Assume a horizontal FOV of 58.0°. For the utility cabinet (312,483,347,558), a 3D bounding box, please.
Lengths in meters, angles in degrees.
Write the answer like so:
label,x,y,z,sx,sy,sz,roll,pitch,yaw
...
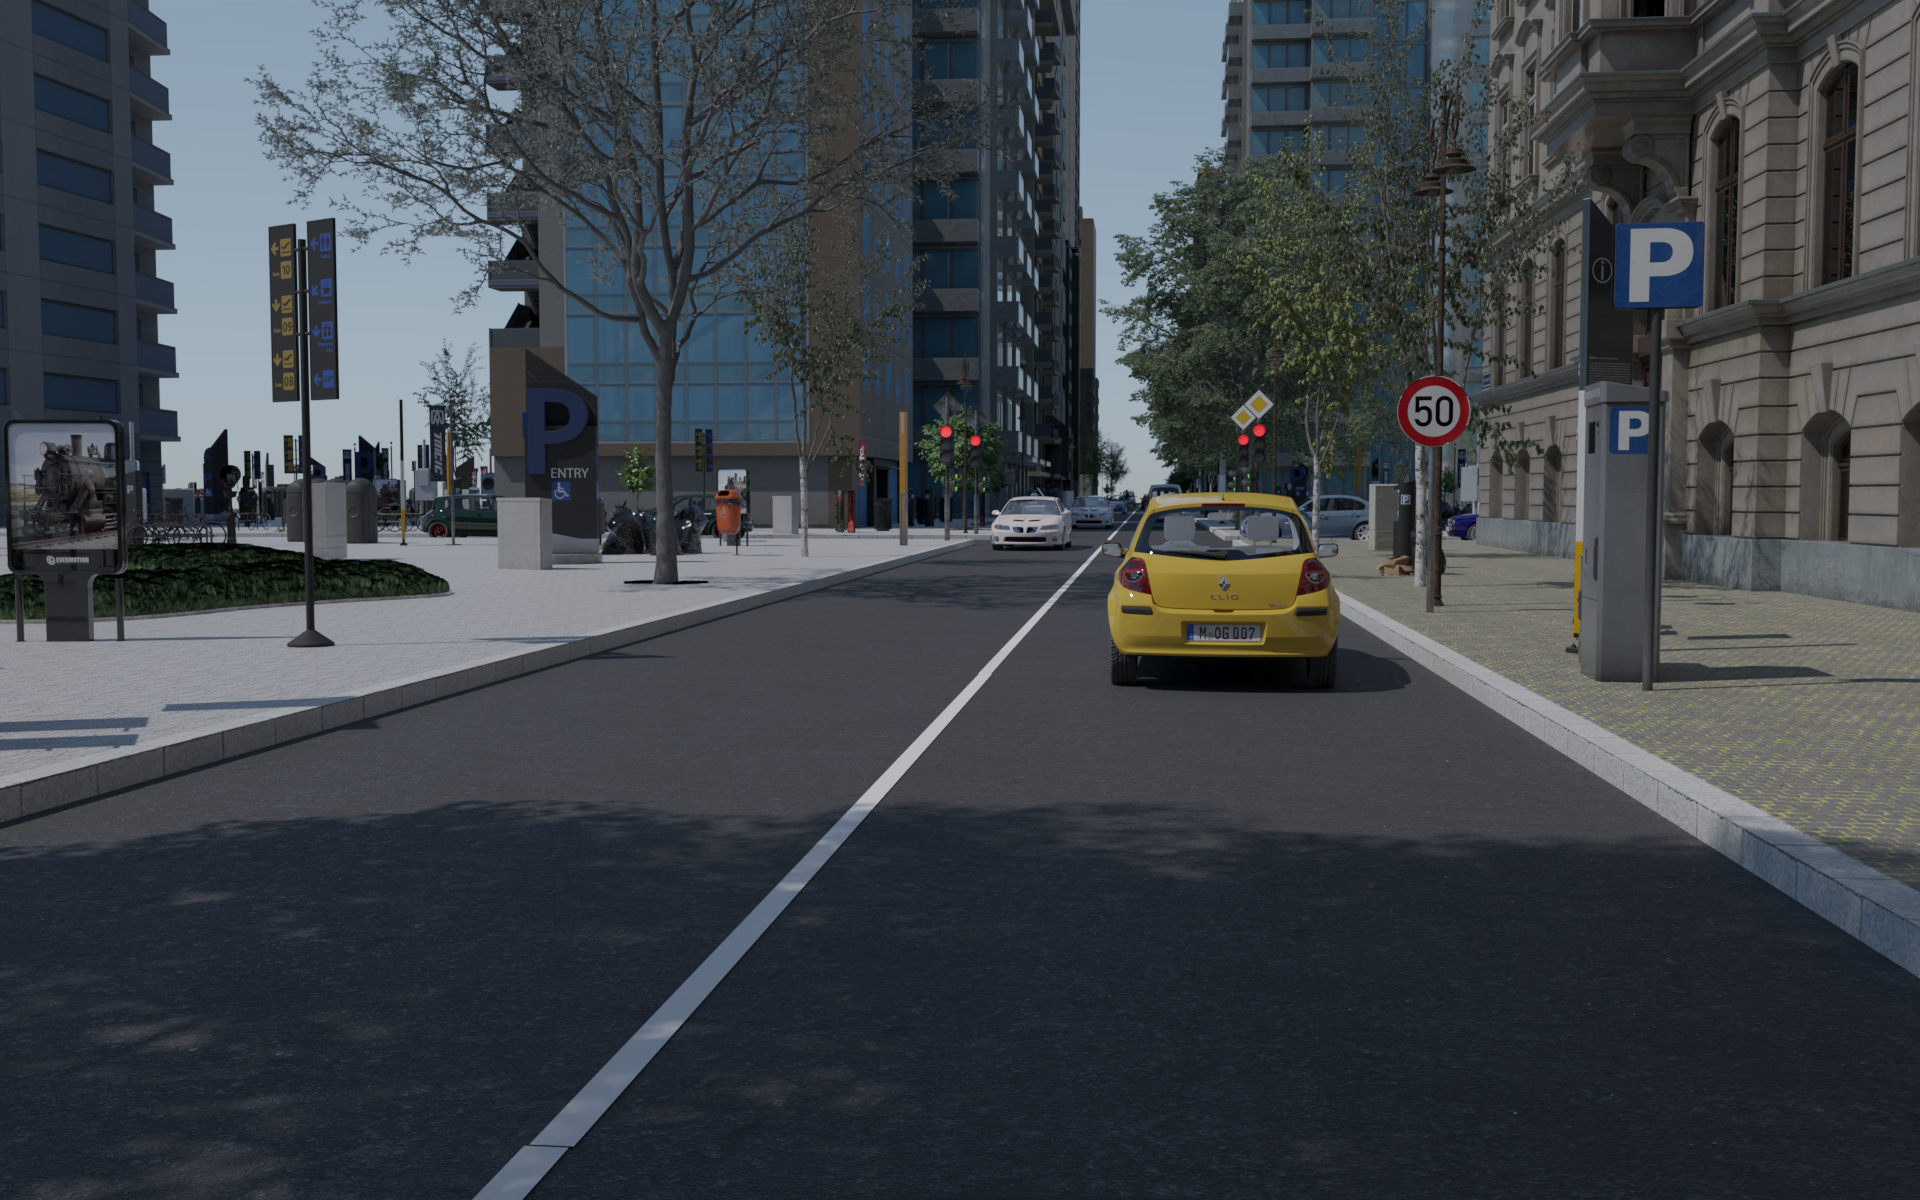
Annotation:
label,x,y,z,sx,sy,sz,roll,pitch,yaw
utility cabinet,-12.245,-1.525,33.605,0.318,1.500,1.173,0,4,-3

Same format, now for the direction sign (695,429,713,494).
label,x,y,z,sx,sy,sz,roll,pitch,yaw
direction sign,-8.905,-4.176,60.281,0.379,3.537,0.876,2,4,34

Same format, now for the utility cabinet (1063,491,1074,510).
label,x,y,z,sx,sy,sz,roll,pitch,yaw
utility cabinet,7.621,-6.935,122.062,0.318,1.500,1.173,2,4,30

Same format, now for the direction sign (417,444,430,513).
label,x,y,z,sx,sy,sz,roll,pitch,yaw
direction sign,-24.552,-5.342,79.331,0.876,3.537,0.379,3,4,38

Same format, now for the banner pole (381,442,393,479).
label,x,y,z,sx,sy,sz,roll,pitch,yaw
banner pole,-27.269,-5.663,82.599,0.401,3.779,0.863,2,4,29

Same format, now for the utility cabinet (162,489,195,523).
label,x,y,z,sx,sy,sz,roll,pitch,yaw
utility cabinet,-32.281,-3.847,71.578,1.173,1.500,0.318,-1,4,-15

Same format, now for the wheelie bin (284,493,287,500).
label,x,y,z,sx,sy,sz,roll,pitch,yaw
wheelie bin,-28.096,-3.992,73.175,0.980,1.594,0.693,1,4,22

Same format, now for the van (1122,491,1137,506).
label,x,y,z,sx,sy,sz,roll,pitch,yaw
van,19.903,-12.079,204.510,2.013,2.044,4.112,0,4,4

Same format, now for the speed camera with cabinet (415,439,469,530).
label,x,y,z,sx,sy,sz,roll,pitch,yaw
speed camera with cabinet,-18.662,-4.188,62.818,2.038,3.252,0.660,0,3,0

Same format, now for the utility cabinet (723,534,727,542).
label,x,y,z,sx,sy,sz,roll,pitch,yaw
utility cabinet,-6.289,-2.184,46.867,0.306,1.237,1.020,0,4,-8

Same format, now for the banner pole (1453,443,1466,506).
label,x,y,z,sx,sy,sz,roll,pitch,yaw
banner pole,24.376,-5.790,84.686,0.401,3.779,0.863,-3,4,-38

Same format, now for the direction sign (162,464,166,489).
label,x,y,z,sx,sy,sz,roll,pitch,yaw
direction sign,-60.628,-8.548,131.760,0.876,3.537,0.379,3,4,38

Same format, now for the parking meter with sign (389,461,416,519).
label,x,y,z,sx,sy,sz,roll,pitch,yaw
parking meter with sign,-29.443,-5.785,90.849,1.738,3.016,0.543,0,4,-2

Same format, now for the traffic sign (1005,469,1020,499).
label,x,y,z,sx,sy,sz,roll,pitch,yaw
traffic sign,2.113,-4.164,70.219,0.606,2.300,0.079,1,4,10

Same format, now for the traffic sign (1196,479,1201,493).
label,x,y,z,sx,sy,sz,roll,pitch,yaw
traffic sign,16.456,-7.121,118.552,0.606,2.300,0.079,0,4,7

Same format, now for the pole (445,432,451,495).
label,x,y,z,sx,sy,sz,roll,pitch,yaw
pole,-16.808,-3.869,57.098,0.158,3.312,0.155,0,3,0

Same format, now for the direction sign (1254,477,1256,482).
label,x,y,z,sx,sy,sz,roll,pitch,yaw
direction sign,19.858,-7.740,118.552,0.876,3.537,0.379,3,5,41

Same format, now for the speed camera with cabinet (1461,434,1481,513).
label,x,y,z,sx,sy,sz,roll,pitch,yaw
speed camera with cabinet,17.005,-3.807,56.587,0.660,3.252,2.038,3,4,37

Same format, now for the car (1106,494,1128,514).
label,x,y,z,sx,sy,sz,roll,pitch,yaw
car,11.196,-6.943,125.526,2.014,1.417,4.499,0,4,8

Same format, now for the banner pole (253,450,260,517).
label,x,y,z,sx,sy,sz,roll,pitch,yaw
banner pole,-40.319,-6.680,99.231,0.863,3.779,0.401,2,4,35

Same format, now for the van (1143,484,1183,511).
label,x,y,z,sx,sy,sz,roll,pitch,yaw
van,8.782,-4.091,73.907,2.013,2.044,4.112,1,4,8

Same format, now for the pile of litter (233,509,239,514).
label,x,y,z,sx,sy,sz,roll,pitch,yaw
pile of litter,-47.244,-6.079,113.358,1.176,0.858,1.719,0,4,1

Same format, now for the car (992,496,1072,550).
label,x,y,z,sx,sy,sz,roll,pitch,yaw
car,1.940,-2.039,45.698,2.083,1.381,4.827,0,4,8

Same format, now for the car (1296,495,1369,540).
label,x,y,z,sx,sy,sz,roll,pitch,yaw
car,10.514,-2.369,50.741,4.499,1.417,2.014,0,4,7

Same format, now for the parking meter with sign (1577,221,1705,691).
label,x,y,z,sx,sy,sz,roll,pitch,yaw
parking meter with sign,4.635,-0.965,12.033,0.543,3.016,1.738,1,4,10

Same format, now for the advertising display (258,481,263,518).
label,x,y,z,sx,sy,sz,roll,pitch,yaw
advertising display,-34.996,-4.982,86.674,0.123,1.923,0.974,-1,4,-19

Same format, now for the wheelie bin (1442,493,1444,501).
label,x,y,z,sx,sy,sz,roll,pitch,yaw
wheelie bin,28.467,-5.850,103.555,0.980,1.594,0.693,-2,4,-32

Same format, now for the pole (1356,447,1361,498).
label,x,y,z,sx,sy,sz,roll,pitch,yaw
pole,17.128,-4.932,74.475,0.158,3.312,0.155,0,3,0

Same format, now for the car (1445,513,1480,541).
label,x,y,z,sx,sy,sz,roll,pitch,yaw
car,15.964,-2.267,49.640,3.894,1.354,1.945,1,4,8

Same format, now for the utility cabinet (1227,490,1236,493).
label,x,y,z,sx,sy,sz,roll,pitch,yaw
utility cabinet,14.268,-4.898,88.762,1.173,1.500,0.318,2,4,34

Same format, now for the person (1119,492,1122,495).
label,x,y,z,sx,sy,sz,roll,pitch,yaw
person,22.561,-14.256,242.298,0.721,1.736,1.217,3,4,39

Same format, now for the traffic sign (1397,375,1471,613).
label,x,y,z,sx,sy,sz,roll,pitch,yaw
traffic sign,5.092,-1.136,18.687,0.768,2.556,0.104,1,4,9

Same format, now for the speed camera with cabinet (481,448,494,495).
label,x,y,z,sx,sy,sz,roll,pitch,yaw
speed camera with cabinet,-20.986,-4.920,74.782,2.038,3.252,0.660,0,4,-1

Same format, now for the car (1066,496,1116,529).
label,x,y,z,sx,sy,sz,roll,pitch,yaw
car,5.521,-3.705,72.931,2.083,1.381,4.827,0,4,7

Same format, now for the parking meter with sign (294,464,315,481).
label,x,y,z,sx,sy,sz,roll,pitch,yaw
parking meter with sign,-38.314,-6.407,101.015,1.738,3.016,0.543,3,4,36

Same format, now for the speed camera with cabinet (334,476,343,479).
label,x,y,z,sx,sy,sz,roll,pitch,yaw
speed camera with cabinet,-30.627,-5.671,87.063,0.660,3.252,2.038,1,4,13

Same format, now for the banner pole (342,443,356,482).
label,x,y,z,sx,sy,sz,roll,pitch,yaw
banner pole,-29.900,-5.811,85.023,0.863,3.779,0.401,-3,5,-41

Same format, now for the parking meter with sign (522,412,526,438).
label,x,y,z,sx,sy,sz,roll,pitch,yaw
parking meter with sign,-8.847,-2.437,36.098,0.543,3.016,1.738,-1,4,-13

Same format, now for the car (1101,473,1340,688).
label,x,y,z,sx,sy,sz,roll,pitch,yaw
car,2.148,-0.251,14.320,2.015,1.641,3.980,0,4,8

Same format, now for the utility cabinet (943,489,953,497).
label,x,y,z,sx,sy,sz,roll,pitch,yaw
utility cabinet,-0.559,-4.357,79.919,0.318,1.500,1.173,0,4,8

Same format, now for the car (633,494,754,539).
label,x,y,z,sx,sy,sz,roll,pitch,yaw
car,-8.483,-2.677,53.550,4.222,1.686,2.009,0,4,8

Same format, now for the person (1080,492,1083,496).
label,x,y,z,sx,sy,sz,roll,pitch,yaw
person,14.456,-12.211,208.878,1.217,1.736,0.721,0,4,7

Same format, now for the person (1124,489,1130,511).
label,x,y,z,sx,sy,sz,roll,pitch,yaw
person,13.838,-8.285,143.982,0.705,1.821,1.348,2,4,35

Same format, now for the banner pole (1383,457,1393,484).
label,x,y,z,sx,sy,sz,roll,pitch,yaw
banner pole,28.509,-7.665,115.336,0.863,3.779,0.401,-1,4,-10

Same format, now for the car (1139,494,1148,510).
label,x,y,z,sx,sy,sz,roll,pitch,yaw
car,17.635,-9.225,159.873,2.155,1.783,4.494,0,4,7

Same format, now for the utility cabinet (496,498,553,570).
label,x,y,z,sx,sy,sz,roll,pitch,yaw
utility cabinet,-7.414,-1.123,29.530,1.020,1.237,0.306,2,4,31

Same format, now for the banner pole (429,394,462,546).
label,x,y,z,sx,sy,sz,roll,pitch,yaw
banner pole,-12.833,-3.245,43.079,0.401,3.779,0.863,3,5,40

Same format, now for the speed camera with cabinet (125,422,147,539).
label,x,y,z,sx,sy,sz,roll,pitch,yaw
speed camera with cabinet,-23.064,-3.288,48.093,0.660,3.252,2.038,-1,4,-18

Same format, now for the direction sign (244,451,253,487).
label,x,y,z,sx,sy,sz,roll,pitch,yaw
direction sign,-36.955,-6.026,90.520,0.379,3.537,0.876,3,5,43

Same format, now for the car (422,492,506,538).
label,x,y,z,sx,sy,sz,roll,pitch,yaw
car,-14.145,-2.607,52.415,4.222,1.686,2.009,0,4,5

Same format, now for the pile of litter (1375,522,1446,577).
label,x,y,z,sx,sy,sz,roll,pitch,yaw
pile of litter,7.165,-0.839,27.680,1.719,0.858,1.176,-3,5,-45

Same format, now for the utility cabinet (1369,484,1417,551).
label,x,y,z,sx,sy,sz,roll,pitch,yaw
utility cabinet,9.802,-1.851,38.942,1.173,1.500,0.318,-1,4,-15

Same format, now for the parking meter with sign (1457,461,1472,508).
label,x,y,z,sx,sy,sz,roll,pitch,yaw
parking meter with sign,26.975,-5.885,92.486,0.543,3.016,1.738,2,4,27

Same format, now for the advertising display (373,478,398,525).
label,x,y,z,sx,sy,sz,roll,pitch,yaw
advertising display,-23.732,-4.061,71.603,0.974,1.923,0.123,-2,4,-28

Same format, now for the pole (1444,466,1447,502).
label,x,y,z,sx,sy,sz,roll,pitch,yaw
pole,34.765,-7.963,124.032,0.158,3.312,0.155,0,3,0

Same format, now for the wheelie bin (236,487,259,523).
label,x,y,z,sx,sy,sz,roll,pitch,yaw
wheelie bin,-31.827,-4.257,77.503,0.693,1.594,0.980,3,4,38

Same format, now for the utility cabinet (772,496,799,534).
label,x,y,z,sx,sy,sz,roll,pitch,yaw
utility cabinet,-5.595,-2.720,55.637,0.306,1.237,1.020,-3,5,-43

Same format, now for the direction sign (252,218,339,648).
label,x,y,z,sx,sy,sz,roll,pitch,yaw
direction sign,-5.484,-1.378,14.526,0.876,3.537,0.379,2,4,34

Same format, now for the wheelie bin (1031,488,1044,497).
label,x,y,z,sx,sy,sz,roll,pitch,yaw
wheelie bin,4.004,-4.982,89.370,0.693,1.594,0.980,0,4,8

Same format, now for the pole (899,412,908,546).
label,x,y,z,sx,sy,sz,roll,pitch,yaw
pole,-1.401,-3.009,43.044,0.158,3.312,0.155,0,3,0
